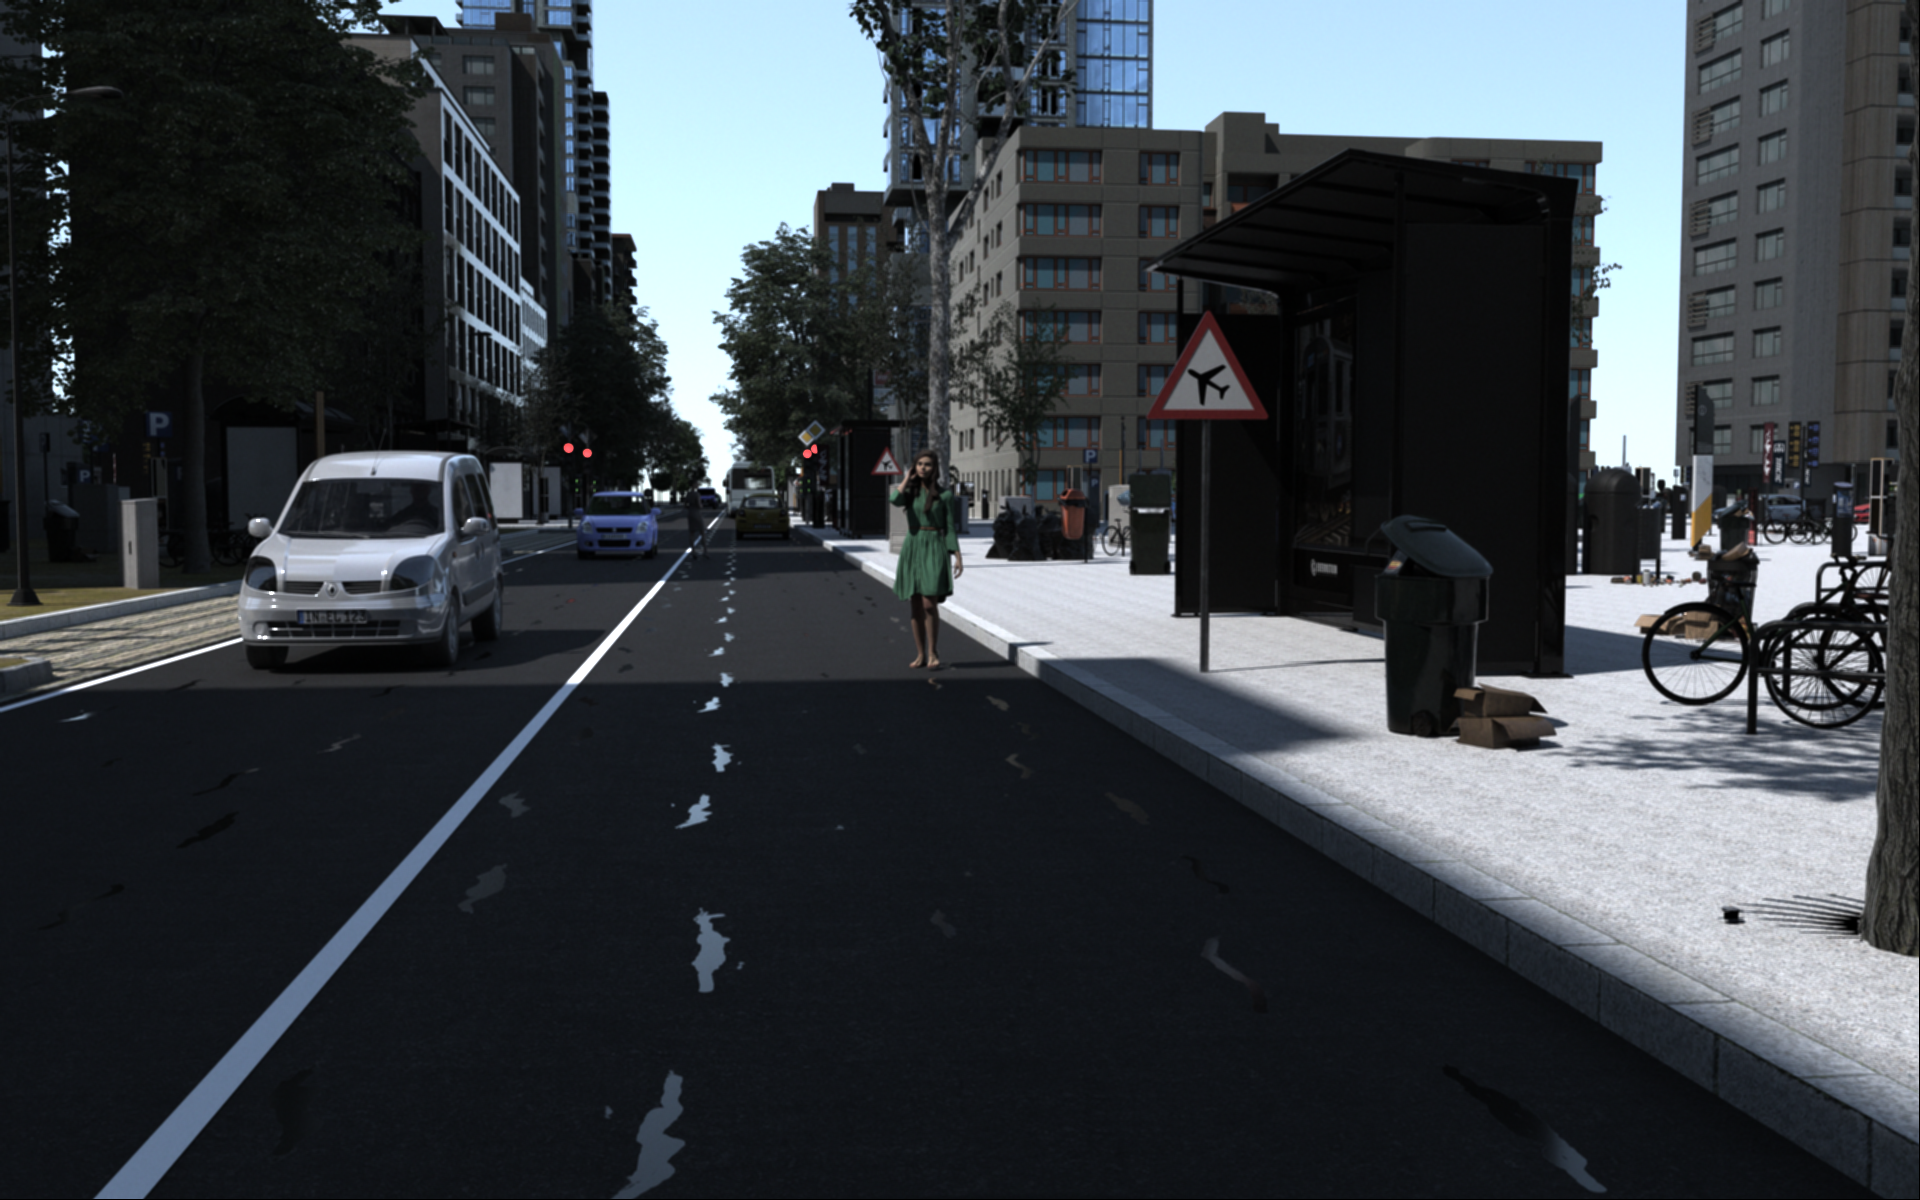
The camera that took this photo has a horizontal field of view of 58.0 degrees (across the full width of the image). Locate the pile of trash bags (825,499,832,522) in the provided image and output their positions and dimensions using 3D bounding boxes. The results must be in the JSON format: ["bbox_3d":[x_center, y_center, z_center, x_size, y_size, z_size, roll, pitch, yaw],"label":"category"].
[{"bbox_3d":[-4.790,-4.159,77.756,1.912,1.369,3.447,-1,4,-21],"label":"pile of trash bags"}]

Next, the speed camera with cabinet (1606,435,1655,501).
[{"bbox_3d":[22.645,-3.923,58.475,2.038,3.252,0.660,-2,4,-35],"label":"speed camera with cabinet"}]

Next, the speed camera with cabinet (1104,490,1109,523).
[{"bbox_3d":[7.160,-4.936,75.038,0.660,3.252,2.038,-3,5,-44],"label":"speed camera with cabinet"}]

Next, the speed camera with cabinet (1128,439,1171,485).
[{"bbox_3d":[6.571,-4.159,62.342,2.038,3.252,0.660,1,4,9],"label":"speed camera with cabinet"}]

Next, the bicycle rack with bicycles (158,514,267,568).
[{"bbox_3d":[-13.381,-1.115,31.619,2.925,0.926,2.852,-2,4,-35],"label":"bicycle rack with bicycles"}]

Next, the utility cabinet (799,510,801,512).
[{"bbox_3d":[-12.584,-7.476,133.401,0.306,1.237,1.020,2,4,32],"label":"utility cabinet"}]

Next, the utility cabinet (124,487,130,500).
[{"bbox_3d":[-26.264,-2.743,53.523,0.318,1.500,1.173,2,4,28],"label":"utility cabinet"}]

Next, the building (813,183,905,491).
[{"bbox_3d":[-13.744,-36.626,248.951,14.600,45.320,14.200,0,4,-7],"label":"building"}]

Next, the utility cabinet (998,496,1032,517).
[{"bbox_3d":[1.539,-2.250,47.944,1.020,1.237,0.306,-3,5,-42],"label":"utility cabinet"}]

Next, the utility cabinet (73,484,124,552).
[{"bbox_3d":[-18.925,-1.792,37.979,1.173,1.500,0.318,2,4,29],"label":"utility cabinet"}]

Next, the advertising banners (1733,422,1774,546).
[{"bbox_3d":[19.657,-2.858,42.919,0.090,3.025,2.074,0,4,1],"label":"advertising banners"}]

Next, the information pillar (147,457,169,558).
[{"bbox_3d":[-16.144,-1.859,34.884,0.304,2.012,0.304,-3,4,-37],"label":"information pillar"}]

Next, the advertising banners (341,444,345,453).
[{"bbox_3d":[-21.815,-3.954,60.828,0.090,3.025,2.074,-2,4,-30],"label":"advertising banners"}]

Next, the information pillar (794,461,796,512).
[{"bbox_3d":[-11.516,-7.912,120.721,0.183,3.616,0.504,0,4,1],"label":"information pillar"}]

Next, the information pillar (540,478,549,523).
[{"bbox_3d":[-18.513,-4.439,77.075,0.304,2.012,0.304,2,4,25],"label":"information pillar"}]

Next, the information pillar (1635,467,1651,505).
[{"bbox_3d":[18.756,-2.638,47.620,0.304,2.012,0.304,-1,4,-16],"label":"information pillar"}]

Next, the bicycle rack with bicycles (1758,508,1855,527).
[{"bbox_3d":[21.836,-1.927,44.882,2.852,0.926,2.925,-2,4,-34],"label":"bicycle rack with bicycles"}]

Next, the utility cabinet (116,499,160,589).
[{"bbox_3d":[-11.284,-0.770,23.756,0.306,1.237,1.020,-3,4,-39],"label":"utility cabinet"}]

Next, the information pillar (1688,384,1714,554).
[{"bbox_3d":[15.820,-2.786,36.913,0.504,3.616,0.183,-1,4,-22],"label":"information pillar"}]

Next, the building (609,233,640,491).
[{"bbox_3d":[-63.704,-38.288,280.634,22.147,44.769,28.867,0,4,-7],"label":"building"}]

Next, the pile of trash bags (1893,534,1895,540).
[{"bbox_3d":[5.263,0.217,6.200,3.447,1.369,1.912,3,4,36],"label":"pile of trash bags"}]

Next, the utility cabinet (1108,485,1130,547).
[{"bbox_3d":[3.995,-2.020,41.713,0.318,1.500,1.173,-2,4,-26],"label":"utility cabinet"}]

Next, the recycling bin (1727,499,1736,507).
[{"bbox_3d":[39.549,-4.649,88.572,0.722,1.027,0.722,-1,4,-11],"label":"recycling bin"}]

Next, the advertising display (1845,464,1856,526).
[{"bbox_3d":[19.129,-1.960,37.258,0.123,1.923,0.974,2,4,32],"label":"advertising display"}]

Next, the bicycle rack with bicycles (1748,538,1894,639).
[{"bbox_3d":[9.724,-0.182,16.364,2.925,0.926,2.852,-1,4,-23],"label":"bicycle rack with bicycles"}]

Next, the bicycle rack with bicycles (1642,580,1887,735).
[{"bbox_3d":[5.368,0.223,9.729,2.925,0.926,2.852,2,4,32],"label":"bicycle rack with bicycles"}]

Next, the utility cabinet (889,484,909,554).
[{"bbox_3d":[-1.042,-1.707,36.584,0.318,1.500,1.173,-3,4,-38],"label":"utility cabinet"}]

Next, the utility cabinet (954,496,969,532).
[{"bbox_3d":[-0.132,-2.929,59.045,0.306,1.237,1.020,-3,4,-37],"label":"utility cabinet"}]

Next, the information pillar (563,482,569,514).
[{"bbox_3d":[-23.159,-5.959,101.928,0.304,2.012,0.304,-2,4,-33],"label":"information pillar"}]

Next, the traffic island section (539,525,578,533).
[{"bbox_3d":[-14.499,-2.575,64.376,2.009,0.180,2.903,0,4,-7],"label":"traffic island section"}]

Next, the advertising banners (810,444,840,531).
[{"bbox_3d":[-4.556,-4.182,64.563,2.074,3.025,0.090,-1,4,-14],"label":"advertising banners"}]

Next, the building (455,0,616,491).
[{"bbox_3d":[-60.423,-57.296,249.455,22.319,86.520,31.000,0,4,-7],"label":"building"}]

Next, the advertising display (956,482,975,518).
[{"bbox_3d":[0.279,-5.278,91.514,0.974,1.923,0.123,0,4,7],"label":"advertising display"}]

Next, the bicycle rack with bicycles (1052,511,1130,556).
[{"bbox_3d":[2.887,-1.431,36.775,2.852,0.926,2.925,2,4,33],"label":"bicycle rack with bicycles"}]

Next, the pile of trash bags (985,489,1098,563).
[{"bbox_3d":[1.759,-1.450,33.468,1.912,1.369,3.447,-1,4,-15],"label":"pile of trash bags"}]

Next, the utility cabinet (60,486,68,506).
[{"bbox_3d":[-23.646,-2.335,46.849,1.173,1.500,0.318,-2,4,-24],"label":"utility cabinet"}]

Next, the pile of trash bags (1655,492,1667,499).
[{"bbox_3d":[56.301,-7.915,139.166,3.447,1.369,1.912,2,4,25],"label":"pile of trash bags"}]

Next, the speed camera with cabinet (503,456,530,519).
[{"bbox_3d":[-22.665,-5.737,88.144,2.038,3.252,0.660,3,5,43],"label":"speed camera with cabinet"}]

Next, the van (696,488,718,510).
[{"bbox_3d":[-23.685,-9.606,161.440,2.240,2.365,5.245,0,4,-7],"label":"van"}]

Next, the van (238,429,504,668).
[{"bbox_3d":[-5.196,-0.527,15.624,2.013,2.044,4.112,0,4,-7],"label":"van"}]

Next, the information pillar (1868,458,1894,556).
[{"bbox_3d":[19.007,-1.911,35.743,0.304,2.012,0.304,-1,4,-19],"label":"information pillar"}]

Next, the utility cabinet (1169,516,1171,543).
[{"bbox_3d":[5.260,-2.105,45.572,0.306,1.237,1.020,-1,4,-11],"label":"utility cabinet"}]

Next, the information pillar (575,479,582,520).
[{"bbox_3d":[-19.017,-5.003,86.285,0.304,2.012,0.304,-1,4,-18],"label":"information pillar"}]

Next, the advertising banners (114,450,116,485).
[{"bbox_3d":[-34.165,-4.520,70.089,0.090,3.025,2.074,-2,4,-25],"label":"advertising banners"}]

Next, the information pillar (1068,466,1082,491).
[{"bbox_3d":[3.004,-2.498,45.326,0.304,2.012,0.304,-1,4,-17],"label":"information pillar"}]

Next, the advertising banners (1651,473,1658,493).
[{"bbox_3d":[57.790,-8.998,143.304,2.074,3.025,0.090,-2,4,-31],"label":"advertising banners"}]

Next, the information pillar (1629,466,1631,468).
[{"bbox_3d":[54.527,-9.179,141.435,0.504,3.616,0.183,0,4,5],"label":"information pillar"}]

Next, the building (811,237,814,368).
[{"bbox_3d":[-16.811,-36.301,277.111,14.154,41.232,14.086,0,4,-7],"label":"building"}]
